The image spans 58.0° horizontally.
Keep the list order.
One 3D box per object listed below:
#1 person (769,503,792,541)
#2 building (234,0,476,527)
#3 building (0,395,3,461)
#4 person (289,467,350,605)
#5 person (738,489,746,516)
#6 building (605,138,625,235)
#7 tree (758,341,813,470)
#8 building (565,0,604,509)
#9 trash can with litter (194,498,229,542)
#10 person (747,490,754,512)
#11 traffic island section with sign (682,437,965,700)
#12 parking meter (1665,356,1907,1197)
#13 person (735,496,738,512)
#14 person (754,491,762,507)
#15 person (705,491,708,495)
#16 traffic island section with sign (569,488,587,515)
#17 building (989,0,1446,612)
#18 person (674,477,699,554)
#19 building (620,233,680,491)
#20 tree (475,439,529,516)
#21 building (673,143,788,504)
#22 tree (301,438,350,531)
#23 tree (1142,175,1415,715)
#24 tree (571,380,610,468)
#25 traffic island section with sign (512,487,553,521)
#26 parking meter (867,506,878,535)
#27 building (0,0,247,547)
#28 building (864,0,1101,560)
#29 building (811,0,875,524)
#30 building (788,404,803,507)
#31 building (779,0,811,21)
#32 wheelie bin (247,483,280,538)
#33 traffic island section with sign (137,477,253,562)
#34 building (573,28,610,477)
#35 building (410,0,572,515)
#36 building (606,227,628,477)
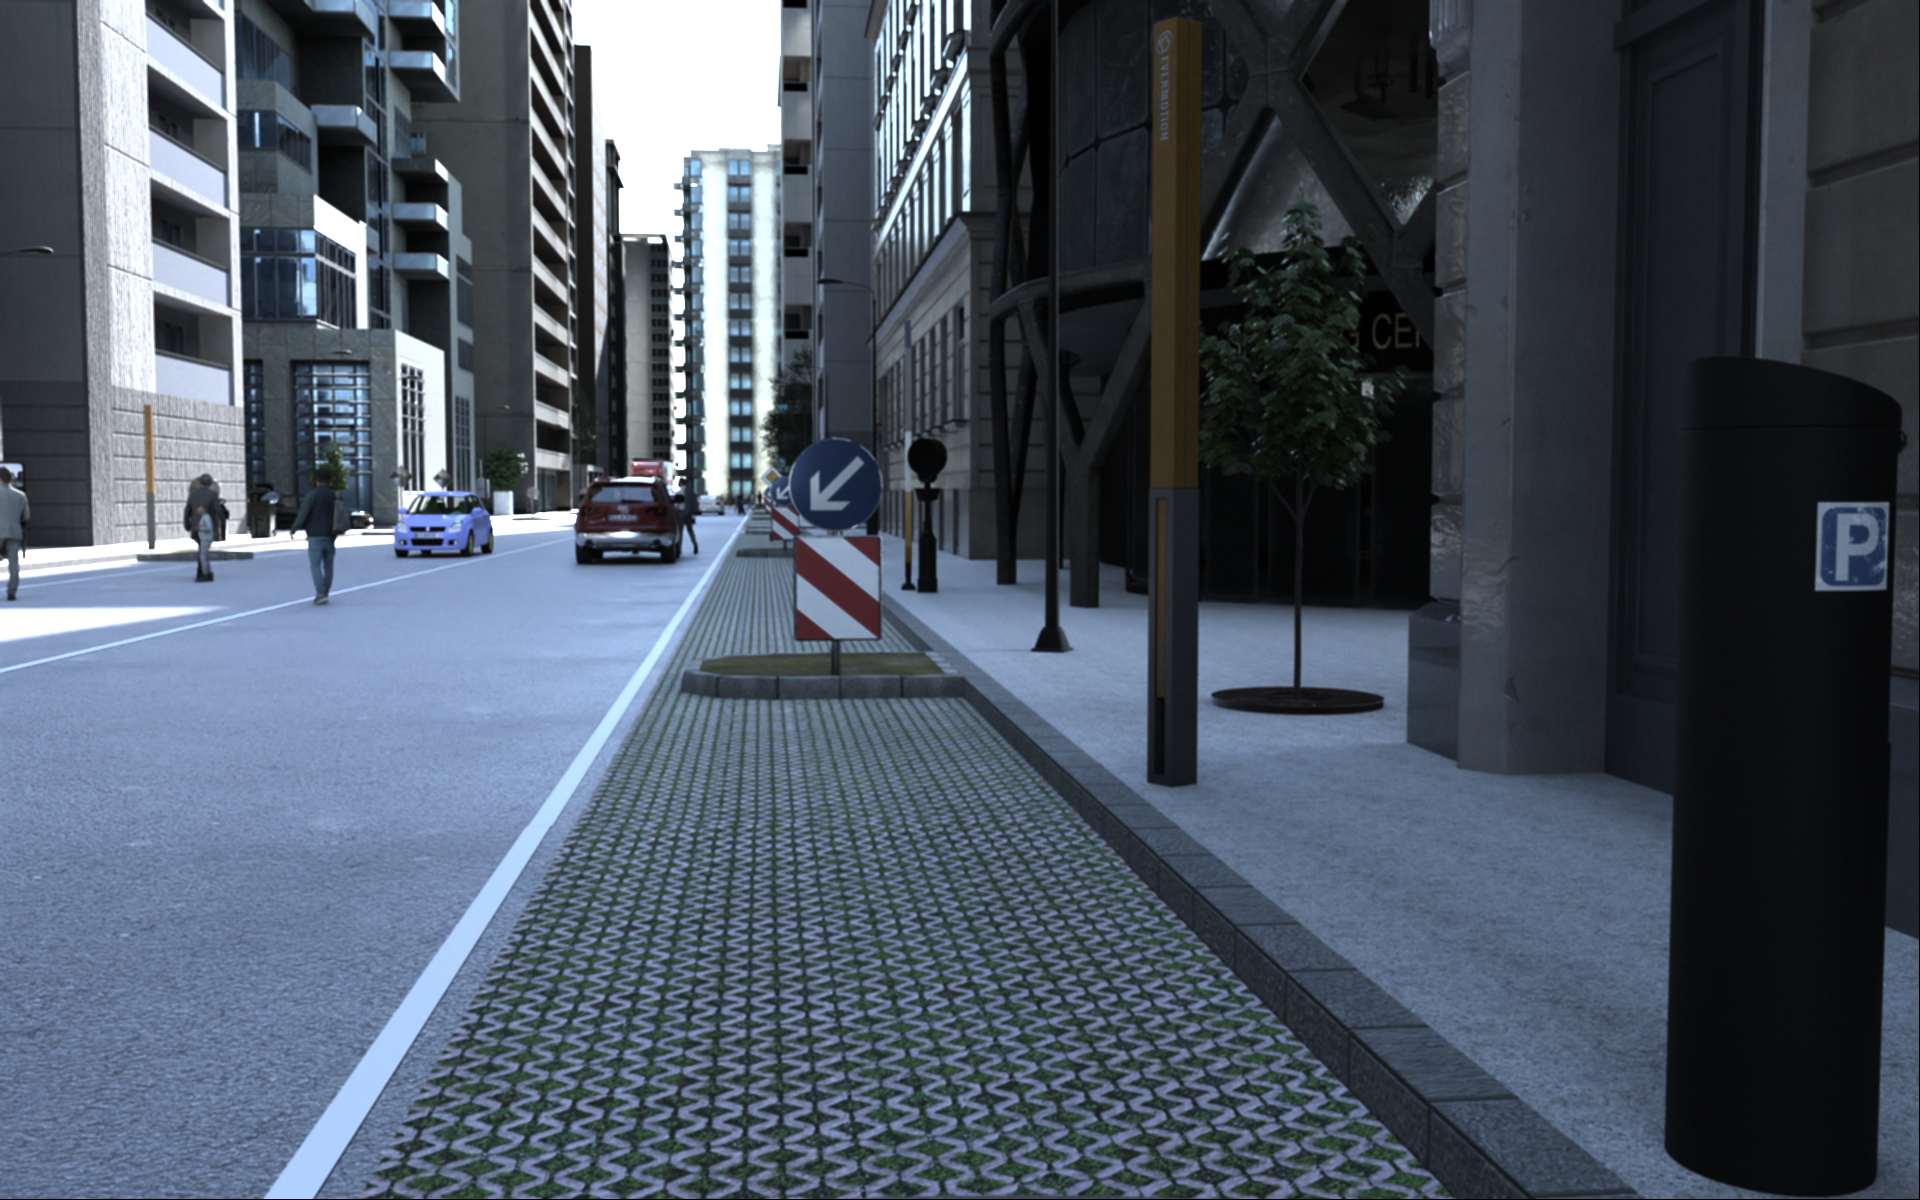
[{"bbox_3d":[-5.351,-2.662,52.124,0.778,1.811,0.616,-3,5,-40],"label":"person"},{"bbox_3d":[-34.887,-46.901,79.508,22.319,86.520,31.000,0,4,-7],"label":"building"},{"bbox_3d":[-26.997,-15.751,29.233,14.160,30.474,14.107,0,4,-7],"label":"building"},{"bbox_3d":[-8.331,-0.843,22.636,0.721,1.781,0.623,2,4,31],"label":"person"},{"bbox_3d":[-14.605,-6.521,115.544,0.576,1.772,0.534,2,4,32],"label":"person"},{"bbox_3d":[-53.067,-33.675,205.202,28.867,44.769,22.147,0,4,-7],"label":"building"},{"bbox_3d":[-9.155,-10.531,106.590,7.601,10.594,8.767,-3,5,-42],"label":"tree"},{"bbox_3d":[-42.352,-43.620,151.439,20.563,71.187,20.611,0,4,-7],"label":"building"},{"bbox_3d":[-20.082,-2.135,46.290,1.055,1.170,0.624,1,4,16],"label":"trash can with litter"},{"bbox_3d":[-16.860,-7.971,139.666,0.563,1.720,0.643,-3,4,-36],"label":"person"},{"bbox_3d":[-1.062,-0.264,12.946,1.989,1.847,2.006,0,4,-7],"label":"traffic island section with sign"},{"bbox_3d":[1.560,0.313,3.296,0.372,1.533,0.369,0,3,0],"label":"parking meter"},{"bbox_3d":[-17.712,-7.636,137.616,0.475,1.303,0.640,2,4,28],"label":"person"},{"bbox_3d":[-22.186,-11.107,190.622,0.750,1.759,0.617,-2,4,-31],"label":"person"},{"bbox_3d":[-28.237,-11.273,193.369,0.434,1.755,0.990,-2,4,-28],"label":"person"},{"bbox_3d":[-26.056,-6.831,120.315,1.989,1.847,2.006,0,4,-7],"label":"traffic island section with sign"},{"bbox_3d":[8.686,-9.574,23.992,16.820,18.784,16.811,0,4,-7],"label":"building"},{"bbox_3d":[-6.555,-2.011,41.487,0.679,1.850,0.850,-3,5,-44],"label":"person"},{"bbox_3d":[-51.679,-33.544,240.332,23.993,40.220,32.217,0,4,-7],"label":"building"},{"bbox_3d":[-27.474,-7.361,104.058,4.285,4.588,4.351,0,3,0],"label":"tree"},{"bbox_3d":[-23.816,-37.890,239.115,30.456,49.044,23.786,0,4,-7],"label":"building"},{"bbox_3d":[-21.568,-3.984,59.743,1.663,3.219,1.824,0,3,0],"label":"tree"},{"bbox_3d":[2.164,-0.976,10.561,1.663,3.219,1.824,0,3,0],"label":"tree"},{"bbox_3d":[-30.834,-12.079,131.901,8.767,10.594,7.601,0,4,-8],"label":"tree"},{"bbox_3d":[-22.933,-5.161,93.012,1.989,1.847,2.006,0,4,-7],"label":"traffic island section with sign"},{"bbox_3d":[-2.375,-2.522,46.938,0.255,1.863,0.399,1,4,9],"label":"parking meter"},{"bbox_3d":[-36.000,-30.891,47.075,28.212,58.520,21.231,0,4,-7],"label":"building"},{"bbox_3d":[5.772,-13.131,47.982,16.112,22.955,30.059,0,4,-7],"label":"building"},{"bbox_3d":[7.555,-32.848,79.064,28.212,58.520,21.231,0,4,-7],"label":"building"},{"bbox_3d":[-5.873,-33.254,167.402,21.300,48.544,21.600,0,4,-7],"label":"building"},{"bbox_3d":[0.496,-32.846,126.273,28.713,52.752,27.495,0,4,-7],"label":"building"},{"bbox_3d":[-20.249,-2.593,50.308,0.980,1.594,0.693,0,4,-4],"label":"wheelie bin"},{"bbox_3d":[-16.604,-1.784,37.792,1.989,1.847,2.006,0,4,-7],"label":"traffic island section with sign"},{"bbox_3d":[-42.218,-31.781,169.730,14.600,45.320,14.200,0,4,-7],"label":"building"},{"bbox_3d":[-38.009,-30.035,114.770,21.300,48.544,21.600,0,4,-7],"label":"building"},{"bbox_3d":[-43.214,-25.266,184.795,14.160,30.474,14.107,0,4,-7],"label":"building"}]
